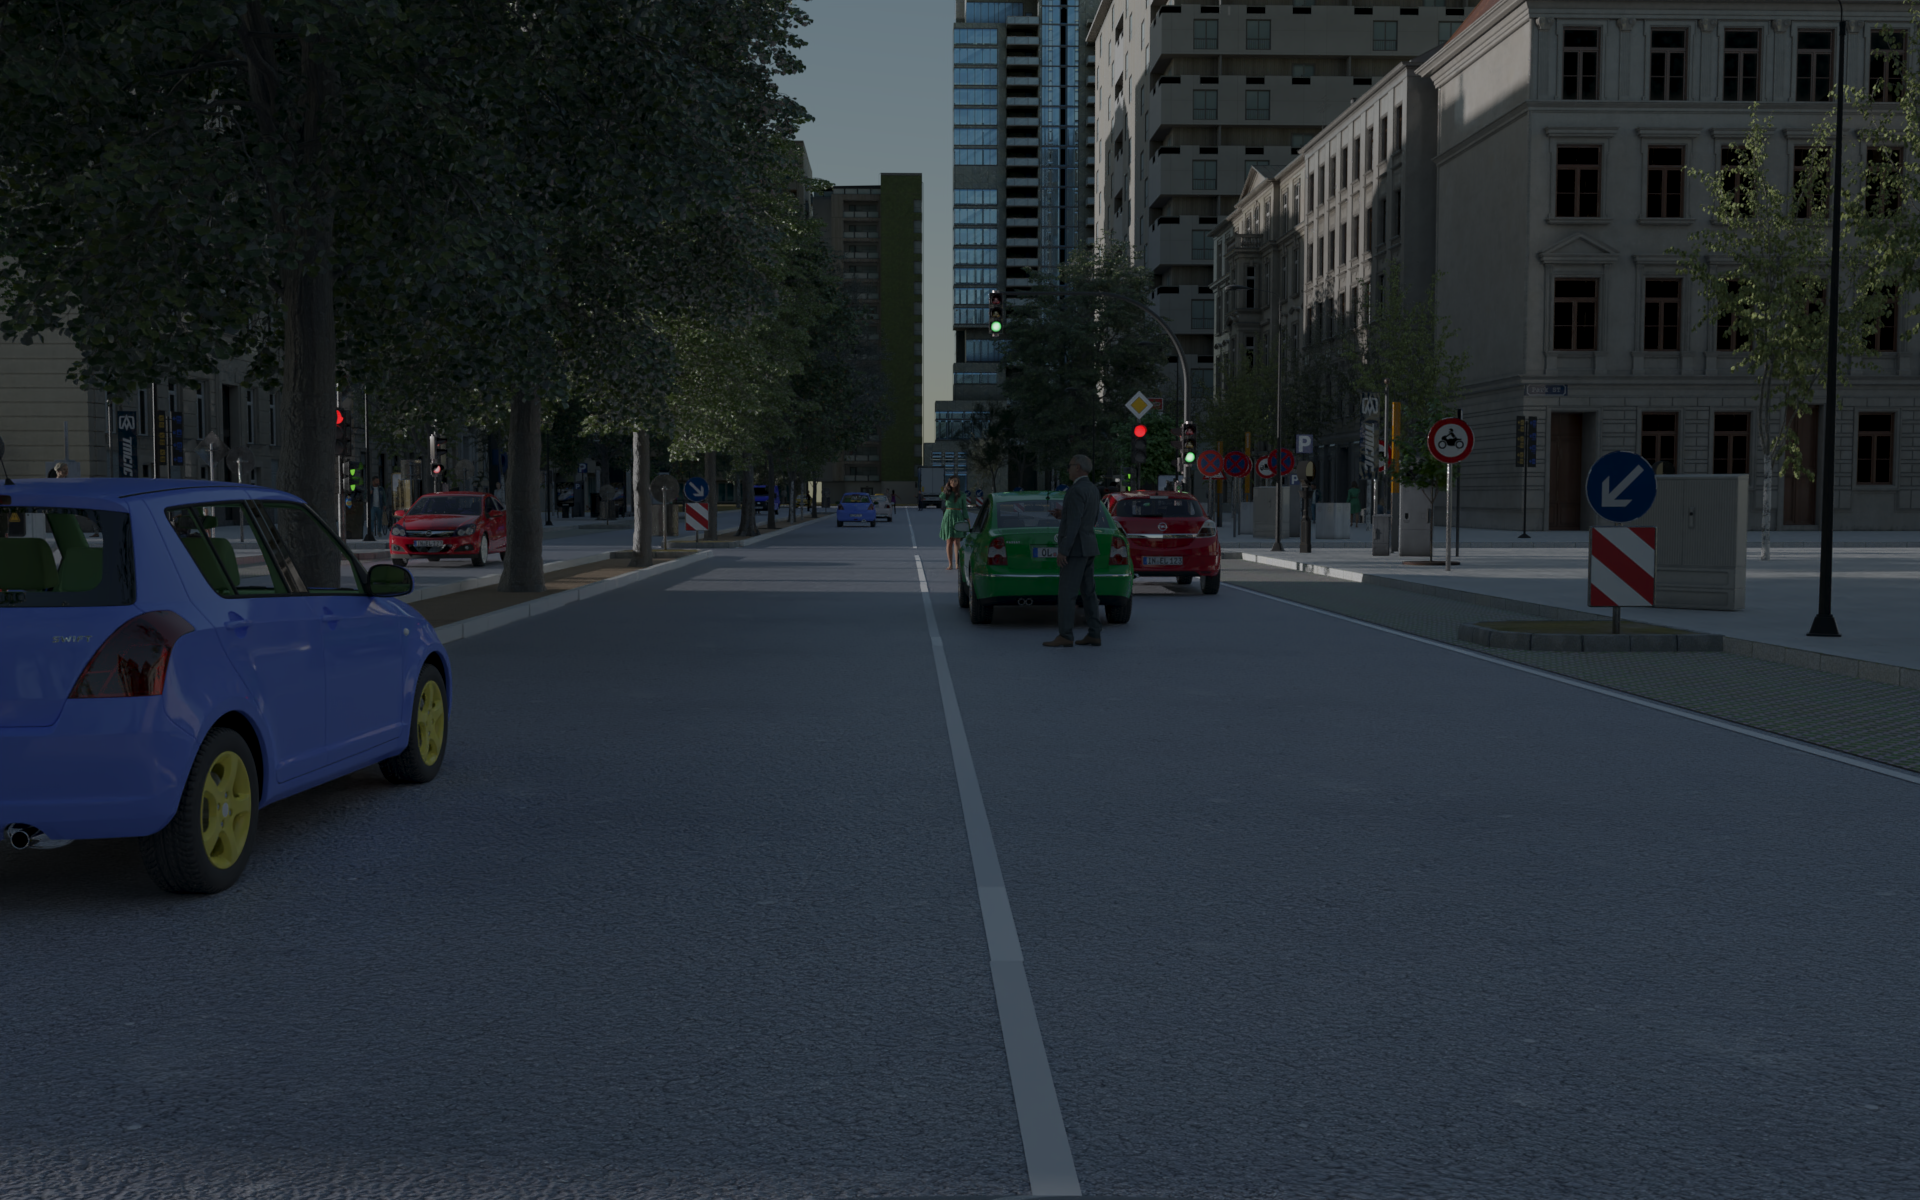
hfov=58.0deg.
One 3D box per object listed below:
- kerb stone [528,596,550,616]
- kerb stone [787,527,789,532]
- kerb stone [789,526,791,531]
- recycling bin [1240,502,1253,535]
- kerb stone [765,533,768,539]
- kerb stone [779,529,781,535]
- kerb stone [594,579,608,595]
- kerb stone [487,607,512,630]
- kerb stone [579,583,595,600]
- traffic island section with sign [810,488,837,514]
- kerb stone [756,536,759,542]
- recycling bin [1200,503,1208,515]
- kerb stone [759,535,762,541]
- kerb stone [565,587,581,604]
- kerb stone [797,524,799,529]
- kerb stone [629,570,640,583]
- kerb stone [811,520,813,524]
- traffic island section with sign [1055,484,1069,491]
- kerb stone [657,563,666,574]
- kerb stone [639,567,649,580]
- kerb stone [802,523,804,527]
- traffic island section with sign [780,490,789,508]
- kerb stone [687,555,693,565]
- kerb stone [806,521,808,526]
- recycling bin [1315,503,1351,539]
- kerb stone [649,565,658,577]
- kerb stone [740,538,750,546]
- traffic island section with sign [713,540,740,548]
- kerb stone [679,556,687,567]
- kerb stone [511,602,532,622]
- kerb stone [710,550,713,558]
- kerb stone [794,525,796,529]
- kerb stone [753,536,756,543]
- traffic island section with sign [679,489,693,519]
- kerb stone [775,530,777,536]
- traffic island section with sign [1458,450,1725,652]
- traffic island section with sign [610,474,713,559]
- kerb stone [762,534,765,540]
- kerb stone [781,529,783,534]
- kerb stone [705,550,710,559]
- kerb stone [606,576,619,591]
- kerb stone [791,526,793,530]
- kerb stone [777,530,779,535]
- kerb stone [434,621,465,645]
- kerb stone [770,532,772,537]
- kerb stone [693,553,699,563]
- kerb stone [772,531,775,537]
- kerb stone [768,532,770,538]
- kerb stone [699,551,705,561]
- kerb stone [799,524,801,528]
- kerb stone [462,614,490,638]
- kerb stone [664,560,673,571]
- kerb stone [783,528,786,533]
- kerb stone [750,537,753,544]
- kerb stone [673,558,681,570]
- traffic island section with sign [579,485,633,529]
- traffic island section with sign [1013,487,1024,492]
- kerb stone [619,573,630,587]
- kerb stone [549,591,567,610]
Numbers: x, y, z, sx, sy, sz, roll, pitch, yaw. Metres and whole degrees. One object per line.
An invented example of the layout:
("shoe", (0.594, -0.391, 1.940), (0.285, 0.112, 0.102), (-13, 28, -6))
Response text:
("kerb stone", (-5.100, 0.089, 20.745), (0.120, 0.150, 1.000), (0, 4, -2))
("kerb stone", (-6.536, -2.578, 64.346), (0.120, 0.150, 1.000), (0, 4, -2))
("kerb stone", (-6.565, -2.641, 65.368), (0.120, 0.150, 1.000), (0, 4, -2))
("recycling bin", (9.370, -2.603, 55.109), (0.722, 1.027, 0.722), (2, 4, 31))
("kerb stone", (-6.191, -1.952, 54.105), (0.120, 0.150, 1.000), (0, 4, -2))
("kerb stone", (-6.397, -2.324, 60.243), (0.120, 0.150, 1.000), (0, 4, -2))
("kerb stone", (-5.241, -0.163, 24.864), (0.120, 0.150, 1.000), (0, 4, -2))
("kerb stone", (-5.035, 0.216, 18.700), (0.120, 0.150, 1.000), (0, 4, -2))
("kerb stone", (-5.205, -0.098, 23.843), (0.120, 0.150, 1.000), (0, 4, -2))
("traffic island section with sign", (-9.457, -6.941, 121.625), (2.006, 1.907, 1.989), (0, 4, -2))
("kerb stone", (-6.095, -1.763, 51.029), (0.120, 0.150, 1.000), (0, 4, -2))
("recycling bin", (6.810, -2.329, 50.638), (0.722, 1.027, 0.722), (0, 4, -4))
("kerb stone", (-6.131, -1.824, 52.054), (0.120, 0.150, 1.000), (0, 4, -2))
("kerb stone", (-5.184, -0.032, 22.814), (0.120, 0.150, 1.000), (0, 4, -2))
("kerb stone", (-6.734, -2.953, 70.492), (0.120, 0.150, 1.000), (0, 4, -2))
("kerb stone", (-5.346, -0.351, 27.940), (0.120, 0.150, 1.000), (0, 4, -2))
("kerb stone", (-7.077, -3.581, 80.744), (0.120, 0.150, 1.000), (0, 4, -2))
("traffic island section with sign", (4.088, -3.866, 71.839), (1.989, 1.847, 2.006), (0, 4, -2))
("kerb stone", (-5.442, -0.539, 31.010), (0.120, 0.150, 1.000), (0, 4, -2))
("kerb stone", (-5.375, -0.414, 28.966), (0.120, 0.150, 1.000), (0, 4, -2))
("kerb stone", (-6.841, -3.142, 73.561), (0.120, 0.150, 1.000), (0, 4, -2))
("traffic island section with sign", (-18.015, -10.335, 177.610), (1.989, 1.847, 2.006), (0, 4, -2))
("kerb stone", (-5.578, -0.789, 35.103), (0.120, 0.150, 1.000), (0, 4, -2))
("kerb stone", (-6.937, -3.329, 76.632), (0.120, 0.150, 1.000), (0, 4, -2))
("recycling bin", (10.640, -2.254, 49.409), (0.722, 1.027, 0.722), (-3, 5, -39))
("kerb stone", (-5.412, -0.467, 29.989), (0.120, 0.150, 1.000), (0, 4, -2))
("kerb stone", (-5.997, -1.575, 47.946), (0.120, 0.150, 1.000), (0, 4, -2))
("traffic island section with sign", (-6.987, -2.348, 46.526), (2.006, 1.907, 1.989), (0, 4, -2))
("kerb stone", (-5.537, -0.727, 34.082), (0.120, 0.150, 1.000), (0, 4, -2))
("kerb stone", (-5.076, 0.155, 19.722), (0.120, 0.150, 1.000), (0, 4, -2))
("kerb stone", (-5.698, -1.039, 39.189), (0.120, 0.150, 1.000), (0, 4, -2))
("kerb stone", (-6.671, -2.829, 68.444), (0.120, 0.150, 1.000), (0, 4, -2))
("kerb stone", (-6.062, -1.701, 50.007), (0.120, 0.150, 1.000), (0, 4, -2))
("traffic island section with sign", (-15.406, -5.477, 98.182), (1.989, 1.847, 2.006), (0, 4, -2))
("kerb stone", (-6.326, -2.200, 58.194), (0.120, 0.150, 1.000), (0, 4, -2))
("traffic island section with sign", (5.895, -0.485, 16.558), (1.989, 1.847, 2.006), (0, 4, -2))
("traffic island section with sign", (-6.754, -1.895, 39.123), (2.006, 1.907, 1.989), (0, 4, -2))
("kerb stone", (-6.166, -1.888, 53.082), (0.120, 0.150, 1.000), (0, 4, -2))
("kerb stone", (-6.431, -2.390, 61.269), (0.120, 0.150, 1.000), (0, 4, -2))
("kerb stone", (-5.679, -0.977, 38.167), (0.120, 0.150, 1.000), (0, 4, -2))
("kerb stone", (-5.274, -0.226, 25.885), (0.120, 0.150, 1.000), (0, 4, -2))
("kerb stone", (-6.594, -2.703, 66.397), (0.120, 0.150, 1.000), (0, 4, -2))
("kerb stone", (-6.364, -2.264, 59.219), (0.120, 0.150, 1.000), (0, 4, -2))
("kerb stone", (-4.976, 0.342, 16.652), (0.120, 0.150, 1.000), (0, 4, -2))
("kerb stone", (-6.265, -2.077, 56.149), (0.120, 0.150, 1.000), (0, 4, -2))
("kerb stone", (-5.611, -0.847, 36.125), (0.120, 0.150, 1.000), (0, 4, -2))
("kerb stone", (-6.300, -2.139, 57.172), (0.120, 0.150, 1.000), (0, 4, -2))
("kerb stone", (-6.236, -2.014, 55.127), (0.120, 0.150, 1.000), (0, 4, -2))
("kerb stone", (-5.644, -0.908, 37.146), (0.120, 0.150, 1.000), (0, 4, -2))
("kerb stone", (-6.768, -3.015, 71.518), (0.120, 0.150, 1.000), (0, 4, -2))
("kerb stone", (-5.000, 0.276, 17.679), (0.120, 0.150, 1.000), (0, 4, -2))
("kerb stone", (-5.476, -0.602, 32.037), (0.120, 0.150, 1.000), (0, 4, -2))
("kerb stone", (-6.458, -2.448, 62.294), (0.120, 0.150, 1.000), (0, 4, -2))
("kerb stone", (-6.027, -1.634, 48.972), (0.120, 0.150, 1.000), (0, 4, -2))
("kerb stone", (-5.506, -0.659, 33.061), (0.120, 0.150, 1.000), (0, 4, -2))
("traffic island section with sign", (-14.523, -3.830, 71.241), (1.989, 1.847, 2.006), (0, 4, -2))
("traffic island section with sign", (3.193, -5.521, 98.893), (1.989, 1.847, 2.006), (0, 4, -2))
("kerb stone", (-5.302, -0.286, 26.913), (0.120, 0.150, 1.000), (0, 4, -2))
("kerb stone", (-5.137, 0.025, 21.787), (0.120, 0.150, 1.000), (0, 4, -2))
